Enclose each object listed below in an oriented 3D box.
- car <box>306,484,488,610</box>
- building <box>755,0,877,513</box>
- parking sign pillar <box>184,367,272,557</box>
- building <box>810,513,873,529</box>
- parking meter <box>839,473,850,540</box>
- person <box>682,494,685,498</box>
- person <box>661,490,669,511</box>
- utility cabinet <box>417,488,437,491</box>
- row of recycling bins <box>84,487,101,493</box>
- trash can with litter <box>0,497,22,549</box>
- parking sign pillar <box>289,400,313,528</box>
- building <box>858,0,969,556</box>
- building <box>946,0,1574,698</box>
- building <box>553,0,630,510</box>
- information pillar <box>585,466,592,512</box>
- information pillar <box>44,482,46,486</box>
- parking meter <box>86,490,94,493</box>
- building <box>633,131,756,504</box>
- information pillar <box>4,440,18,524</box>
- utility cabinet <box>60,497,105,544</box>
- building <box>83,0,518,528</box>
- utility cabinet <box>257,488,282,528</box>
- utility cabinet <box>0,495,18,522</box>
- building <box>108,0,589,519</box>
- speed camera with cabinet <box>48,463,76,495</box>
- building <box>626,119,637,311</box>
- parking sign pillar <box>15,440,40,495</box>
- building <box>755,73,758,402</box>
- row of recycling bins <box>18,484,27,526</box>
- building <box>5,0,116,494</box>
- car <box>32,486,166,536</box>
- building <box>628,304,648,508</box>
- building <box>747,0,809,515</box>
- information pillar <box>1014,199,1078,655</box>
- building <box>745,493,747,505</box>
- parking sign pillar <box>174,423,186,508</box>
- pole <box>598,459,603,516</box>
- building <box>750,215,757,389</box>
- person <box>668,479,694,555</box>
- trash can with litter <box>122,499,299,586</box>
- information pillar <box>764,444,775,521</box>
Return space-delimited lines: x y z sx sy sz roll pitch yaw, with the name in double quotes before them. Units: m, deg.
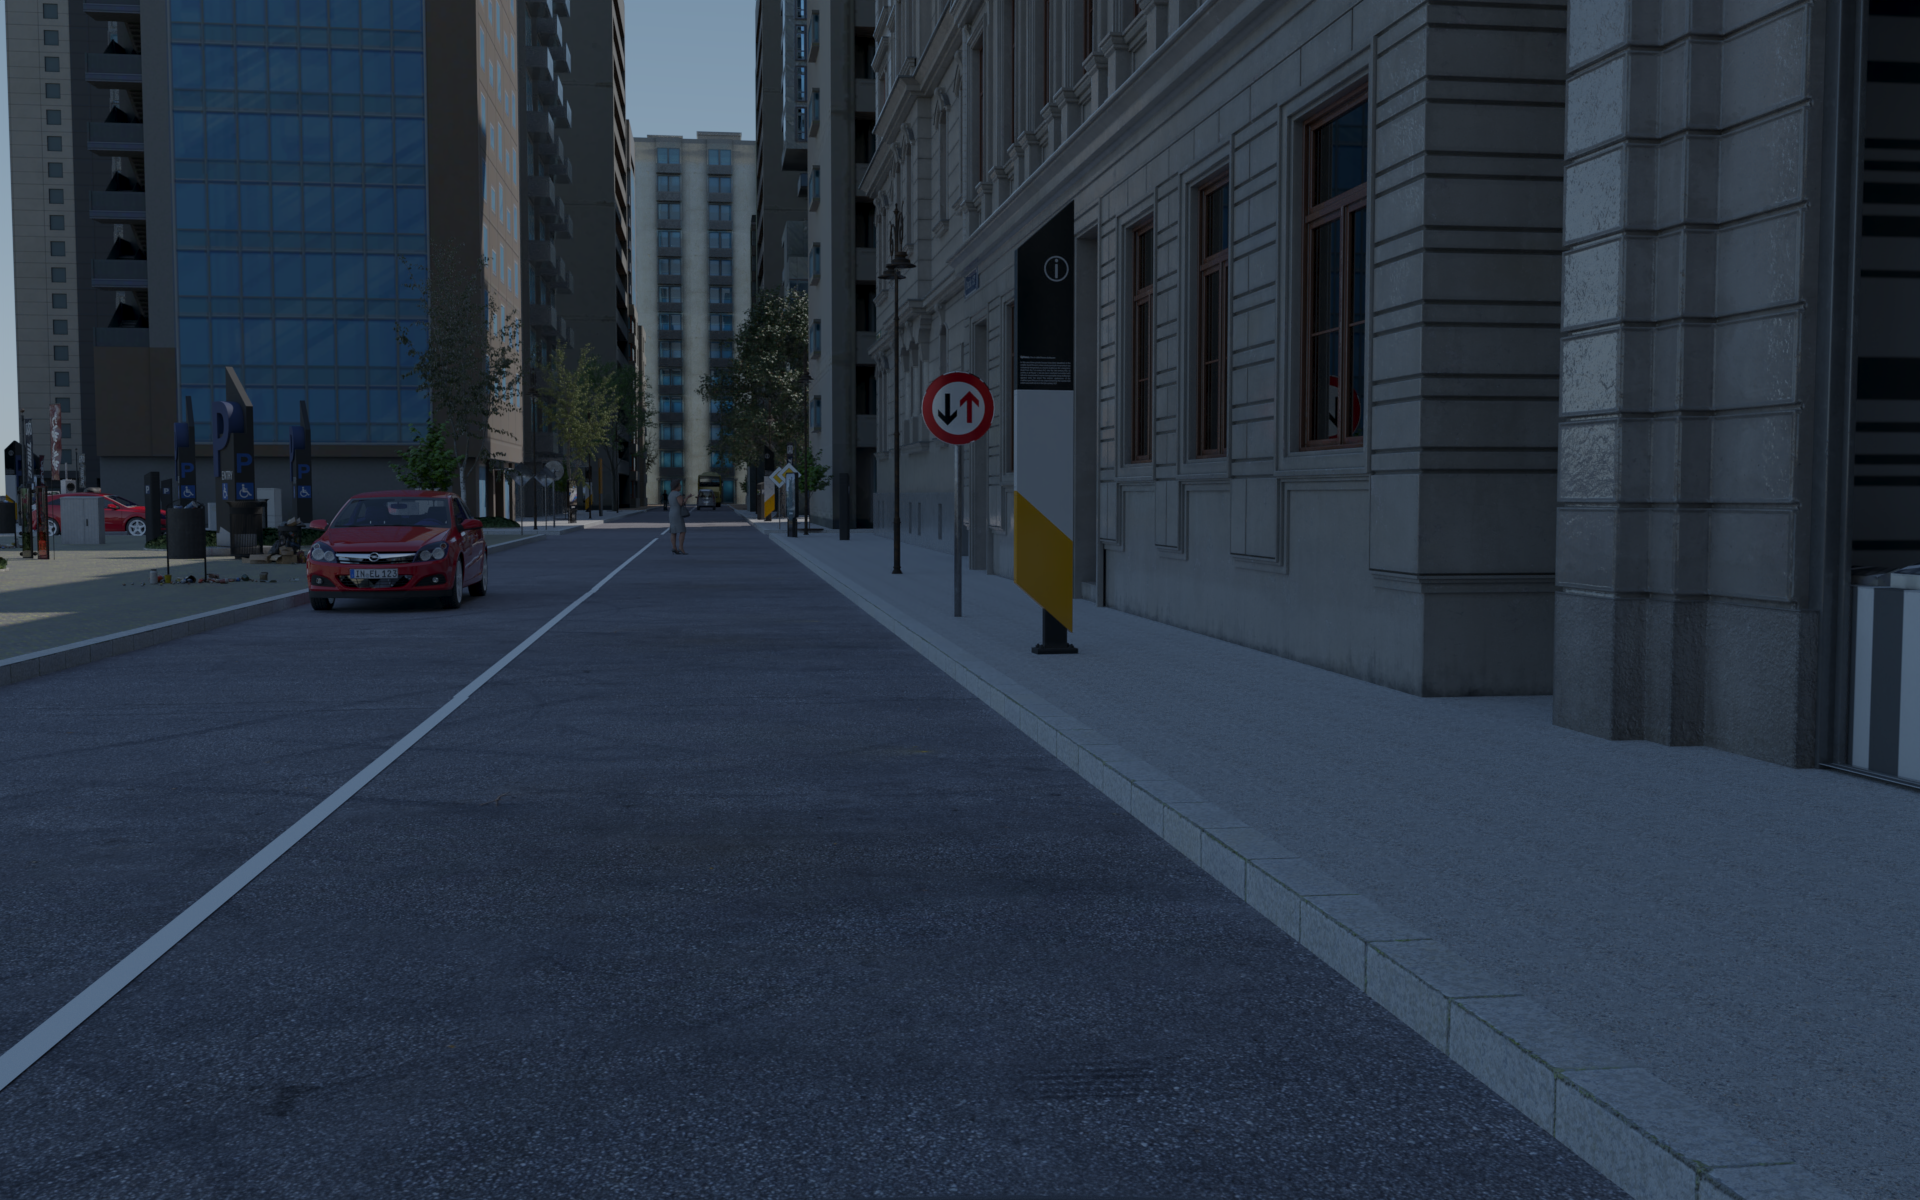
"car" -7.337 -0.843 22.822 2.155 1.783 4.494 -1 4 -9
"building" -6.557 -32.158 149.488 21.300 48.544 21.600 -1 4 -8
"parking sign pillar" -15.156 -2.917 36.168 1.447 3.967 1.447 -3 5 -40
"building" 4.257 -27.508 73.452 21.600 48.544 21.300 -1 4 -8
"parking meter" -3.213 -2.598 48.194 0.255 1.863 0.399 0 4 4
"person" -22.514 -7.835 139.790 0.799 1.438 0.628 0 4 0
"person" -25.615 -8.698 150.721 0.705 1.822 1.348 2 4 34
"utility cabinet" -19.067 -3.275 62.218 1.173 1.500 0.318 2 4 33
"row of recycling bins" -54.474 -6.228 108.943 1.069 1.692 3.534 -1 4 -19
"trash can with litter" -23.007 -1.821 40.831 1.678 1.210 2.233 3 5 41
"parking sign pillar" -18.739 -3.719 49.276 1.447 3.967 1.447 -2 4 -26
"building" 5.019 -15.644 43.174 14.401 28.519 23.554 -1 4 -8
"building" 6.432 -11.278 20.549 11.583 22.565 21.152 -1 4 -8
"building" -39.098 -31.856 144.555 21.300 48.544 21.600 -1 4 -8
"information pillar" -26.275 -8.019 122.458 0.504 3.616 0.183 -1 4 -22
"information pillar" -53.634 -5.919 101.268 0.304 2.012 0.304 0 4 1
"parking meter" -48.869 -5.439 97.346 0.372 1.533 0.369 0 3 0
"building" -32.103 -37.431 231.610 30.456 49.044 23.786 -1 4 -8
"information pillar" -41.304 -5.139 75.383 0.504 3.616 0.183 0 4 6
"utility cabinet" -22.572 -2.043 44.557 1.020 1.237 0.306 0 4 3
"building" -26.098 -25.753 71.181 14.600 45.320 14.200 -1 4 -8
"utility cabinet" -25.686 -3.412 64.459 1.173 1.500 0.318 3 4 38
"utility cabinet" -43.179 -4.131 78.703 0.306 1.237 1.020 1 4 23
"building" -34.523 -29.409 100.443 23.786 49.044 30.456 -1 4 -8
"speed camera with cabinet" -56.736 -7.008 108.918 0.660 3.252 2.038 2 4 32
"building" -45.212 -33.751 201.934 14.200 45.320 14.600 -1 4 -8
"parking sign pillar" -46.780 -6.014 86.794 1.447 3.967 1.447 0 4 7
"building" -12.575 -29.556 166.842 14.154 41.232 14.086 -1 4 -8
"row of recycling bins" -38.202 -3.932 71.403 1.069 1.692 3.534 -2 4 -25
"building" -89.866 -46.051 191.183 20.611 71.187 20.563 -1 4 -8
"car" -27.940 -2.907 56.574 4.494 1.783 2.155 0 4 -6
"building" -45.368 -19.884 170.146 27.650 21.520 28.899 -1 4 -8
"building" -3.386 -49.309 118.879 22.319 86.520 31.000 -1 4 -8
"information pillar" 0.684 -1.375 13.831 0.504 3.616 0.183 -1 4 -13
"building" -8.775 -31.176 201.603 32.217 40.220 23.993 -1 4 -8
"parking sign pillar" -20.988 -3.578 46.971 1.447 3.967 1.447 -2 4 -27
"pole" -20.693 -6.474 99.692 0.158 3.312 0.155 0 3 0
"building" -14.927 -25.083 181.813 14.160 30.474 14.107 -1 4 -8
"person" -6.583 -1.968 41.030 0.532 1.782 0.716 -3 4 -38
"trash can with litter" -10.787 -0.855 25.040 2.233 1.210 1.678 -1 4 -14
"information pillar" -8.960 -5.499 81.262 0.504 3.616 0.183 -1 4 -14
